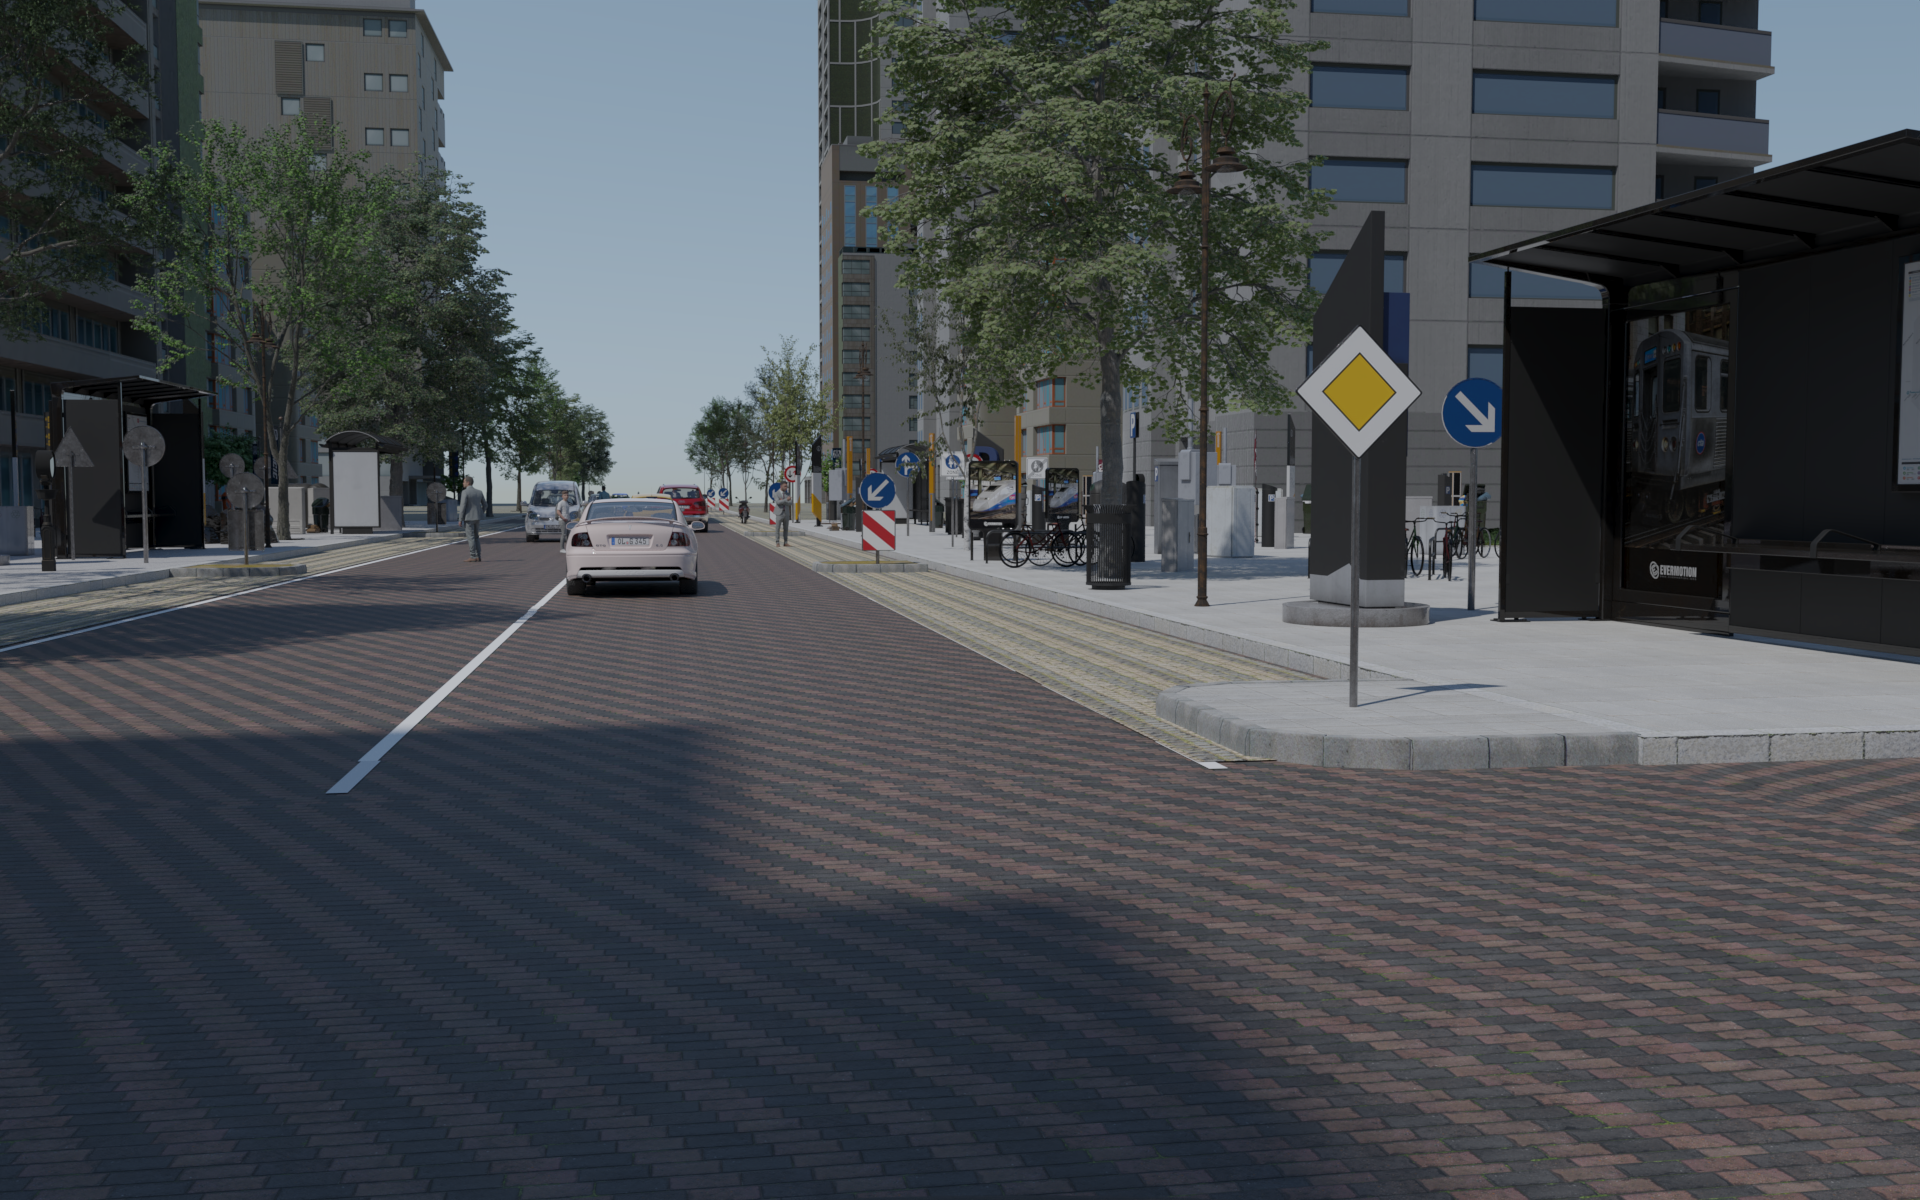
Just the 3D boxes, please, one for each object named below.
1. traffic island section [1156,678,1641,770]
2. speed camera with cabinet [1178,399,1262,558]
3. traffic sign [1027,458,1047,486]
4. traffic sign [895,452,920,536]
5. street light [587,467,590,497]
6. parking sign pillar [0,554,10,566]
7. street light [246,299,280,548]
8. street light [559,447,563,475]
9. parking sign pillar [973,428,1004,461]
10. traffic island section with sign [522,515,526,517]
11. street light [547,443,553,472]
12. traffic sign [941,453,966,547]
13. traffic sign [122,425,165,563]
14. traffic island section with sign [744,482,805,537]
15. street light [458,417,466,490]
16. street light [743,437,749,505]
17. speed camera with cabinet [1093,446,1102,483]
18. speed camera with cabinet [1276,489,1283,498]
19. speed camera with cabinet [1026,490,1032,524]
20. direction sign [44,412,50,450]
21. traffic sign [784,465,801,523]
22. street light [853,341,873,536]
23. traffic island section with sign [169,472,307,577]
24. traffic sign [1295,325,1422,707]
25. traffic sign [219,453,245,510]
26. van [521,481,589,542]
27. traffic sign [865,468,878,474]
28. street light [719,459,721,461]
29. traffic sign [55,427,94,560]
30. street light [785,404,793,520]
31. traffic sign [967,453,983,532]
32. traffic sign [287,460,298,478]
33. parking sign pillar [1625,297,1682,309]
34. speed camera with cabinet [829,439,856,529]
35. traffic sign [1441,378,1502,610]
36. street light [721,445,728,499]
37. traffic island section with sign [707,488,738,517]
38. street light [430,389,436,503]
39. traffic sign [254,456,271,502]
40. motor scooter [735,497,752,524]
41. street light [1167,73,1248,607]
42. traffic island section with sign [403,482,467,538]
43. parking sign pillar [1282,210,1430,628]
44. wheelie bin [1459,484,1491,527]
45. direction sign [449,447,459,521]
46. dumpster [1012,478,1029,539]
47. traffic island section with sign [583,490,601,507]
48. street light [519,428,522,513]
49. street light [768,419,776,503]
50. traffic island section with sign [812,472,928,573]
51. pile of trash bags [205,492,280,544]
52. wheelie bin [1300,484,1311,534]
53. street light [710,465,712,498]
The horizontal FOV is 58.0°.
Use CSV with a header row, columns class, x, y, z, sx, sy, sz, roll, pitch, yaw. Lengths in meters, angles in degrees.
class,x,y,z,sx,sy,sz,roll,pitch,yaw
traffic island section,2.389,0.724,10.451,2.009,0.180,2.903,-1,4,-10
speed camera with cabinet,5.252,-2.518,35.502,0.660,3.252,2.038,-2,4,-25
traffic sign,2.162,-2.849,48.710,0.606,2.300,0.079,-1,4,-10
traffic sign,-1.584,-3.219,52.738,0.768,2.556,0.104,0,4,-4
street light,-49.400,-15.770,230.631,0.468,5.910,1.993,-1,4,-10
parking sign pillar,-17.835,-2.595,30.901,1.447,3.967,1.447,0,4,0
street light,-16.536,-4.186,41.221,0.468,5.910,1.993,-1,4,-10
street light,-38.171,-11.795,165.641,0.468,5.910,1.993,-1,4,-10
parking sign pillar,1.111,-5.011,70.398,1.447,3.967,1.447,1,4,21
traffic island section with sign,-25.926,-6.007,106.840,1.989,1.847,2.006,-1,4,-10
street light,-35.498,-10.835,149.934,0.468,5.910,1.993,-1,4,-10
traffic sign,-0.178,-2.433,41.914,0.606,2.300,0.079,0,4,-3
traffic sign,-15.121,-1.957,32.102,0.768,2.556,0.104,0,4,-4
traffic island section with sign,-6.358,-3.084,59.057,1.989,1.847,2.006,-1,4,-10
street light,-24.090,-6.802,84.007,0.468,5.910,1.993,-1,4,-10
street light,-15.773,-9.459,127.449,0.468,5.910,1.993,-1,4,-10
speed camera with cabinet,6.003,-4.698,71.148,0.660,3.252,2.038,-1,4,-11
speed camera with cabinet,8.612,-3.516,51.816,2.038,3.252,0.660,0,4,8
speed camera with cabinet,2.309,-4.976,75.685,2.038,3.252,0.660,2,4,27
direction sign,-24.921,-3.409,47.741,0.876,3.537,0.379,2,4,31
traffic sign,-7.415,-4.691,76.800,0.768,2.556,0.104,0,4,-1
street light,-2.916,-4.859,52.234,0.468,5.910,1.993,-1,4,-10
traffic island section with sign,-12.748,-1.353,30.756,1.989,1.847,2.006,-1,4,-10
traffic sign,2.367,-0.411,10.370,0.795,2.450,0.064,-1,4,-10
traffic sign,-22.794,-3.312,54.253,0.768,2.556,0.104,0,4,-5
van,-12.393,-2.818,53.088,2.013,2.044,4.112,-1,4,-11
traffic sign,-4.380,-5.250,85.943,0.768,2.556,0.104,-1,4,-10
street light,-24.384,-12.507,177.278,0.468,5.910,1.993,-1,4,-10
traffic sign,-17.213,-2.052,33.547,0.884,2.594,0.081,0,4,0
street light,-8.279,-6.816,84.233,0.468,5.910,1.993,-1,4,-10
traffic sign,0.352,-3.303,54.106,0.768,2.556,0.104,0,4,-7
traffic sign,-22.976,-3.606,58.966,0.884,2.594,0.081,-1,4,-8
parking sign pillar,7.782,-1.909,19.681,1.447,3.967,1.447,-1,4,-17
speed camera with cabinet,-4.045,-4.209,63.159,0.660,3.252,2.038,2,4,25
traffic sign,5.645,-1.159,19.051,0.768,2.556,0.104,0,4,-2
street light,-21.489,-11.439,159.815,0.468,5.910,1.993,-1,4,-10
traffic island section with sign,-14.960,-6.119,108.673,1.989,1.847,2.006,-1,4,-10
street light,-22.216,-6.139,73.166,0.468,5.910,1.993,-1,4,-10
traffic sign,-23.370,-3.558,58.283,0.768,2.556,0.104,0,4,-3
motor scooter,-10.419,-4.327,83.517,0.815,1.314,1.986,-1,4,-11
street light,2.766,-2.864,19.610,0.468,5.910,1.993,-1,4,-10
traffic island section with sign,-17.402,-2.998,57.642,1.989,1.847,2.006,-1,4,-10
parking sign pillar,3.959,-1.759,17.227,1.447,3.967,1.447,-1,4,-13
wheelie bin,16.199,-2.844,54.405,0.980,1.594,0.693,0,3,0
direction sign,-23.925,-5.497,81.880,0.379,3.537,0.876,-3,5,-44
dumpster,1.248,-2.729,50.370,1.264,1.857,1.865,-1,4,-10
traffic island section with sign,-40.071,-10.998,188.445,1.989,1.847,2.006,-1,4,-10
street light,-29.795,-8.843,117.370,0.468,5.910,1.993,-1,4,-10
street light,-10.198,-7.453,94.643,0.468,5.910,1.993,-1,4,-10
traffic island section with sign,-1.727,-1.446,32.278,1.989,1.847,2.006,-1,4,-10
pile of trash bags,-19.494,-2.166,45.173,3.447,1.369,1.912,1,4,21
wheelie bin,11.402,-2.925,55.734,0.980,1.594,0.693,3,4,37
street light,-30.078,-14.469,209.352,0.468,5.910,1.993,-1,4,-10
